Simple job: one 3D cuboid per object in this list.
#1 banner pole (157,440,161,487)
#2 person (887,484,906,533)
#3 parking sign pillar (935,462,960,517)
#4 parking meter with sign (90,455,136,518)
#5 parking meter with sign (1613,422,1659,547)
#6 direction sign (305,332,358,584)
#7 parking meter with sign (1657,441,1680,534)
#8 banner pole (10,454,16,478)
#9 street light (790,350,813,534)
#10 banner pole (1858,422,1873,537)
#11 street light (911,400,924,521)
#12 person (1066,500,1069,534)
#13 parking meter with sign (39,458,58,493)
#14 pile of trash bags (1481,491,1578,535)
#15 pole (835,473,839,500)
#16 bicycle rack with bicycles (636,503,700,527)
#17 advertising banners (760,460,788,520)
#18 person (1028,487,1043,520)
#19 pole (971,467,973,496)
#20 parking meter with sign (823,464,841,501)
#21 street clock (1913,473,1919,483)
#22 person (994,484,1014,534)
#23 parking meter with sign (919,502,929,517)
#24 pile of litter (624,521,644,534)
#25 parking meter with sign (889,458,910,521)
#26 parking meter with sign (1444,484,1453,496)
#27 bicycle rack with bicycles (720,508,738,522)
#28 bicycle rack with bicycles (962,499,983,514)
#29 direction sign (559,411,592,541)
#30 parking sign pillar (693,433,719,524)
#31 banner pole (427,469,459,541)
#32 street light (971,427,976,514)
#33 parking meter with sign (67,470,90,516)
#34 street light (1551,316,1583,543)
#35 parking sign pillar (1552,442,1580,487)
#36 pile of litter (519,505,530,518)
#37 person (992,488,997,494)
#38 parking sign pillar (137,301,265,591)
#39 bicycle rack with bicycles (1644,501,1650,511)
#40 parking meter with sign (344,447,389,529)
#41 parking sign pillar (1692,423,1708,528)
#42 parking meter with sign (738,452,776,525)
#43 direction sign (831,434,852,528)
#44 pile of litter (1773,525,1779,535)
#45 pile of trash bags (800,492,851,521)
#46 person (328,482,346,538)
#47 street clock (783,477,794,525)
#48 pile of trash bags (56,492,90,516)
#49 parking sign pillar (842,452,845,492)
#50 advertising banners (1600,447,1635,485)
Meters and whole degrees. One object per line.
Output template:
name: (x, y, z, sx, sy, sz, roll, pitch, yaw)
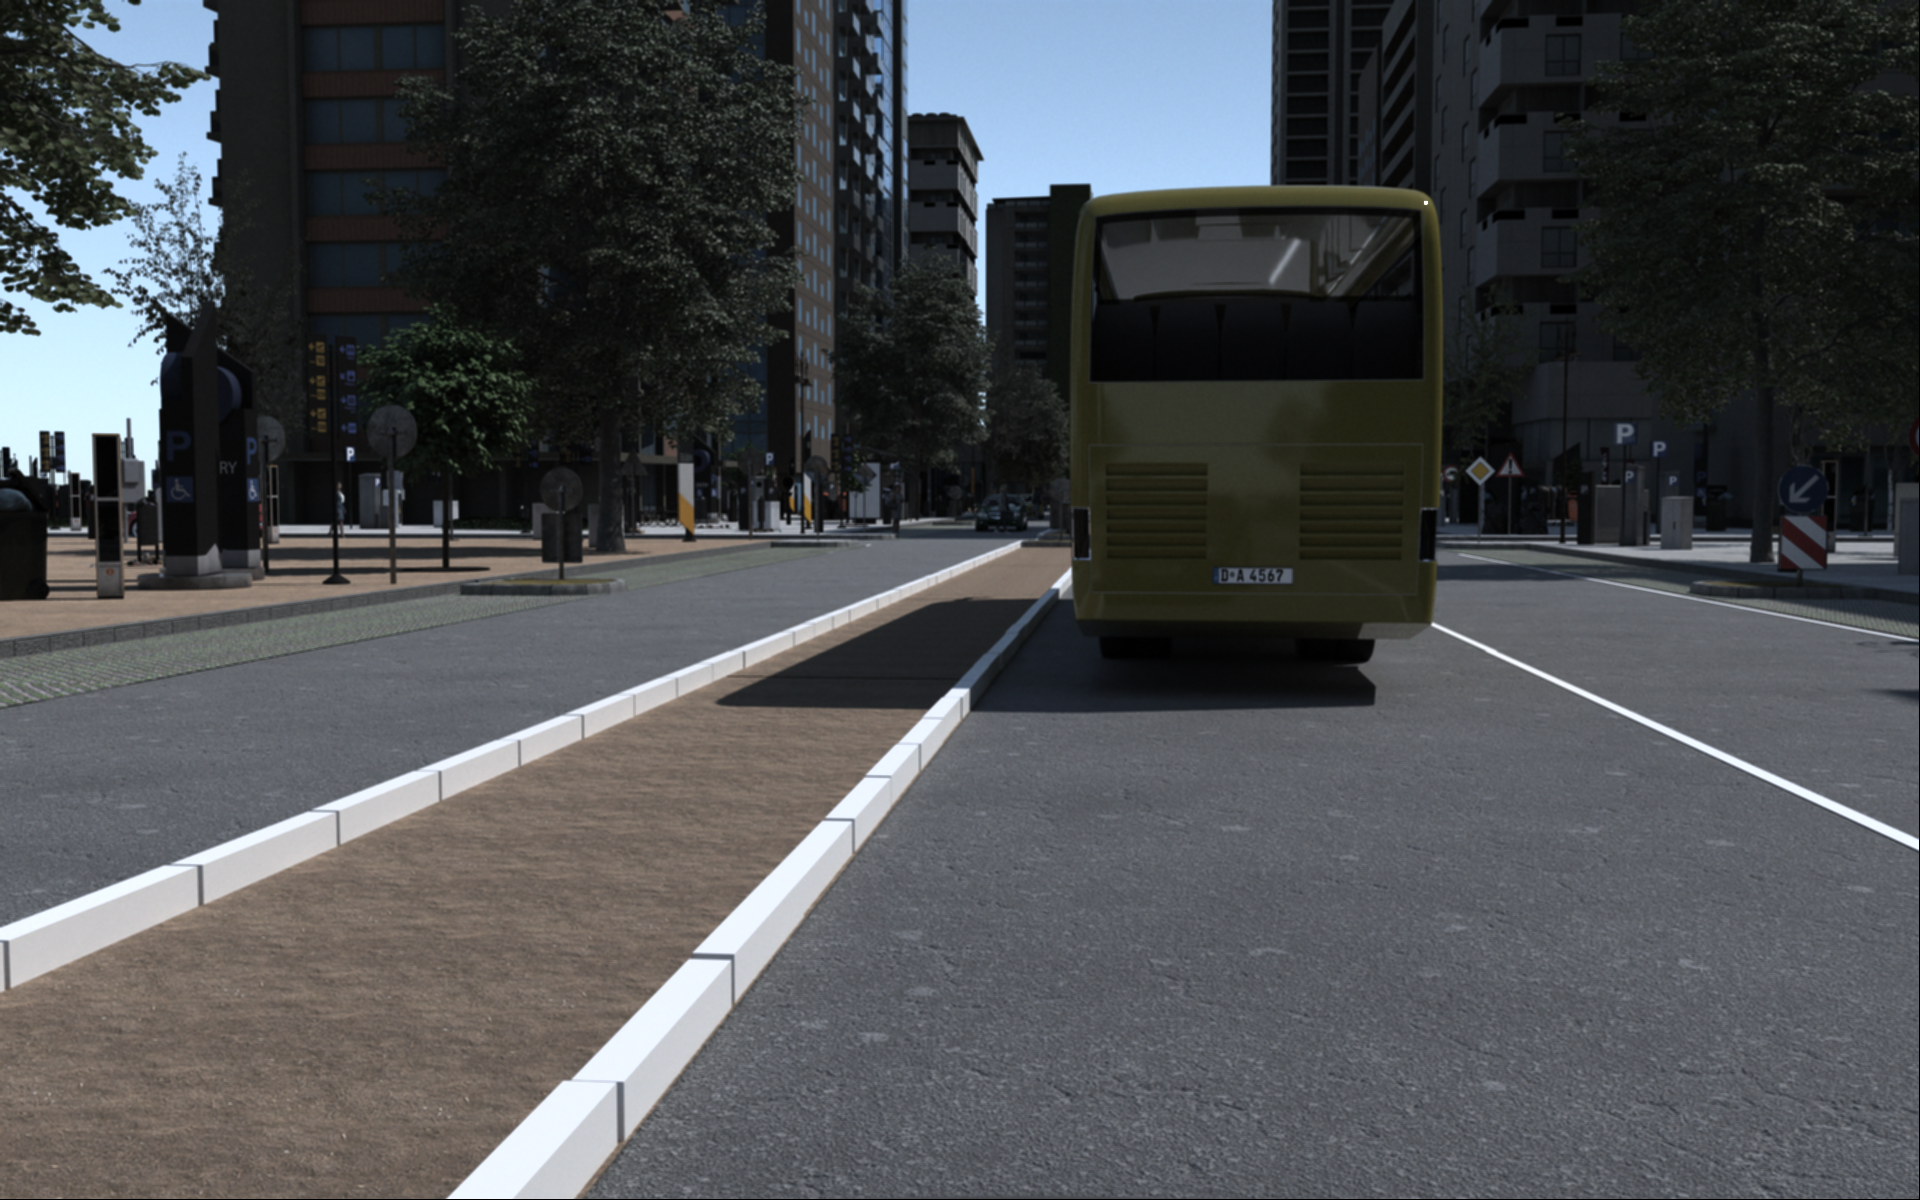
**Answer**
banner pole: (-32.481, -4.944, 70.849, 0.863, 3.779, 0.401, 2, 4, 25)
person: (-2.329, -3.314, 63.045, 0.716, 1.782, 0.532, -2, 4, -30)
parking sign pillar: (-0.718, -6.751, 98.850, 1.447, 3.967, 1.447, 0, 4, 5)
parking meter with sign: (-37.804, -4.965, 77.441, 1.738, 3.016, 0.543, 0, 4, 6)
parking meter with sign: (16.668, -2.850, 42.853, 0.543, 3.016, 1.738, 3, 4, 36)
direction sign: (-8.933, -2.001, 24.708, 0.379, 3.537, 0.876, 2, 4, 29)
parking meter with sign: (22.823, -3.643, 55.823, 0.543, 3.016, 1.738, 0, 4, 0)
banner pole: (-58.646, -7.166, 107.174, 0.863, 3.779, 0.401, 1, 4, 13)
street light: (-5.088, -5.081, 55.863, 0.468, 5.910, 1.993, 0, 4, 6)
banner pole: (27.092, -3.773, 51.699, 0.401, 3.779, 0.863, 2, 4, 26)
street light: (-2.079, -6.788, 83.765, 0.468, 5.910, 1.993, 0, 4, 6)
person: (3.942, -3.182, 60.436, 0.656, 1.842, 0.836, -2, 4, -27)
parking meter with sign: (-43.454, -5.233, 81.822, 0.543, 3.016, 1.738, 0, 4, 5)
pile of trash bags: (18.225, -2.760, 54.874, 1.912, 1.369, 3.447, -3, 5, -42)
pole: (-8.344, -7.555, 117.374, 0.158, 3.312, 0.155, 0, 3, 0)
bicycle rack with bicycles: (-11.770, -3.381, 68.655, 2.925, 0.926, 2.852, -1, 4, -19)
advertising banners: (-9.386, -5.520, 86.435, 0.090, 3.025, 2.074, -3, 5, -43)
person: (4.115, -5.250, 94.324, 0.794, 1.824, 0.713, -2, 4, -24)
pole: (0.971, -8.376, 130.795, 0.158, 3.312, 0.155, 0, 3, 0)
parking meter with sign: (-7.656, -6.423, 101.278, 0.543, 3.016, 1.738, -3, 4, -38)
street clock: (32.103, -3.258, 57.832, 0.471, 2.002, 0.358, 3, 5, 43)
person: (1.565, -3.249, 61.804, 0.728, 1.800, 0.709, 2, 4, 28)
parking meter with sign: (-2.599, -6.205, 97.718, 1.738, 3.016, 0.543, 0, 4, 6)
pile of litter: (-10.935, -2.588, 56.281, 1.176, 0.858, 1.719, -2, 4, -30)
parking meter with sign: (-2.942, -5.374, 84.134, 0.543, 3.016, 1.738, 1, 4, 14)
parking meter with sign: (28.837, -6.616, 104.434, 1.738, 3.016, 0.543, 2, 4, 31)
bicycle rack with bicycles: (-9.937, -4.147, 81.190, 2.925, 0.926, 2.852, -1, 4, -16)
bicycle rack with bicycles: (0.392, -6.400, 118.018, 2.852, 0.926, 2.925, -2, 4, -35)
direction sign: (-10.470, -3.378, 47.235, 0.876, 3.537, 0.379, 0, 4, -1)
parking sign pillar: (-11.255, -5.332, 75.652, 1.447, 3.967, 1.447, 2, 4, 31)
banner pole: (-14.296, -3.533, 47.783, 0.863, 3.779, 0.401, -1, 4, -11)
street light: (0.849, -8.495, 111.676, 0.468, 5.910, 1.993, 0, 4, 6)
parking meter with sign: (-47.850, -6.011, 94.546, 1.738, 3.016, 0.543, 0, 4, -4)
street light: (15.720, -4.417, 45.012, 0.468, 5.910, 1.993, 0, 4, 6)
parking sign pillar: (31.241, -6.169, 89.334, 1.447, 3.967, 1.447, 1, 4, 11)
pile of litter: (-17.172, -3.379, 69.208, 1.176, 0.858, 1.719, -1, 4, -11)
person: (1.904, -5.246, 94.945, 0.731, 1.740, 0.598, 3, 4, 37)
parking sign pillar: (-10.481, -2.150, 23.619, 1.447, 3.967, 1.447, -1, 4, -9)
bicycle rack with bicycles: (35.920, -4.613, 88.811, 2.852, 0.926, 2.925, 1, 4, 11)
parking meter with sign: (-21.663, -4.116, 63.565, 1.738, 3.016, 0.543, 1, 4, 16)
parking sign pillar: (27.951, -4.701, 65.330, 1.447, 3.967, 1.447, 1, 4, 21)
parking meter with sign: (-8.459, -4.627, 71.915, 0.543, 3.016, 1.738, 3, 5, 39)
direction sign: (-4.455, -4.470, 65.088, 0.876, 3.537, 0.379, -2, 4, -32)
pile of litter: (26.305, -2.527, 55.276, 1.719, 0.858, 1.176, -3, 5, -40)
pile of trash bags: (-6.362, -4.595, 84.875, 1.912, 1.369, 3.447, -2, 4, -34)
person: (-19.893, -2.864, 55.351, 0.654, 1.822, 0.581, 2, 4, 25)
street clock: (-7.155, -4.141, 72.268, 0.471, 2.002, 0.358, 0, 4, -4)
pile of trash bags: (-49.850, -5.406, 98.137, 1.912, 1.369, 3.447, 3, 5, 44)
parking sign pillar: (-6.891, -7.456, 110.385, 1.447, 3.967, 1.447, -3, 4, -38)
advertising banners: (24.702, -4.219, 65.164, 2.074, 3.025, 0.090, -2, 4, -33)
